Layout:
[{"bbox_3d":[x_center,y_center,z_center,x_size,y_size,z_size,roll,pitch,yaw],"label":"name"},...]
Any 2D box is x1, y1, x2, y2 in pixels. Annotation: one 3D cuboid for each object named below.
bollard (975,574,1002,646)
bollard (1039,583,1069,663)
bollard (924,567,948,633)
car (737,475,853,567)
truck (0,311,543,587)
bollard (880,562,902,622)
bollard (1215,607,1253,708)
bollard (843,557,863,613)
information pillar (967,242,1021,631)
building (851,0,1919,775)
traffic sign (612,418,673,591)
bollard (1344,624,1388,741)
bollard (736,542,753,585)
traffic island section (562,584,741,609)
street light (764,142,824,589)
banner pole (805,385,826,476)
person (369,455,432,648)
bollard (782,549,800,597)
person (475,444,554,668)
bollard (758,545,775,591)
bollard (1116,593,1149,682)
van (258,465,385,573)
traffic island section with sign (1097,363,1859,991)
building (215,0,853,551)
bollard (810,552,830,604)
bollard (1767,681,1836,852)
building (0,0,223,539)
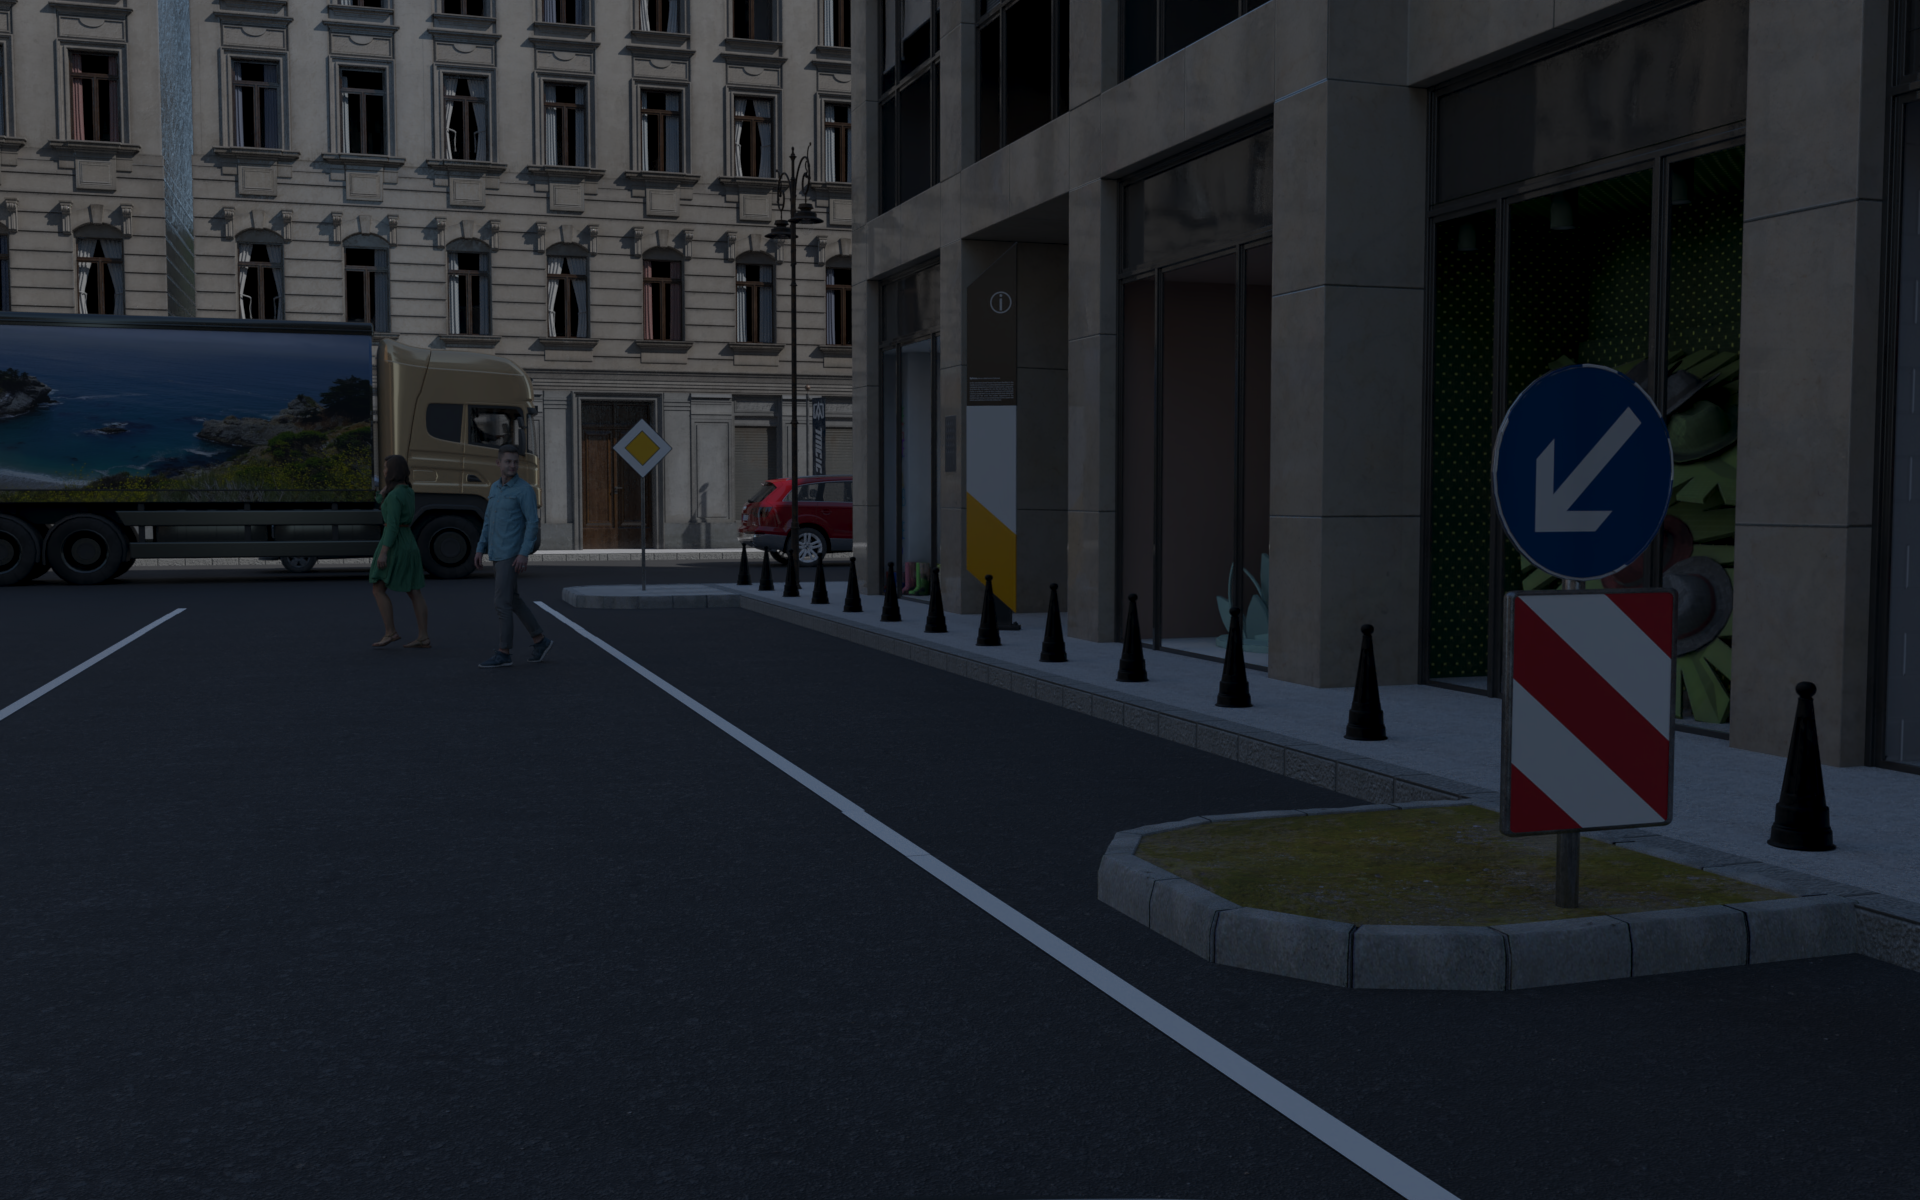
[{"bbox_3d":[0.244,0.084,14.671,0.229,0.601,0.229,0,3,0],"label":"bollard"},{"bbox_3d":[0.719,0.169,13.272,0.229,0.601,0.229,0,3,0],"label":"bollard"},{"bbox_3d":[-0.222,-0.001,16.064,0.229,0.601,0.229,0,3,0],"label":"bollard"},{"bbox_3d":[-1.851,-1.623,35.204,5.304,1.827,2.281,-1,4,-18],"label":"car"},{"bbox_3d":[-12.111,-2.436,28.749,11.283,4.237,2.839,-1,4,-20],"label":"truck"},{"bbox_3d":[-0.695,-0.086,17.453,0.229,0.601,0.229,0,3,0],"label":"bollard"},{"bbox_3d":[1.659,0.341,10.472,0.229,0.601,0.229,0,3,0],"label":"bollard"},{"bbox_3d":[-1.165,-0.171,18.845,0.229,0.601,0.229,0,3,0],"label":"bollard"},{"bbox_3d":[0.316,-1.524,16.276,0.504,3.616,0.183,1,4,10],"label":"information pillar"},{"bbox_3d":[13.130,-12.492,8.758,19.350,26.468,34.151,-1,4,-19],"label":"building"},{"bbox_3d":[-4.206,-1.182,22.964,0.795,2.450,0.064,-1,4,-19],"label":"traffic sign"},{"bbox_3d":[2.132,0.426,9.081,0.229,0.601,0.229,0,3,0],"label":"bollard"},{"bbox_3d":[-3.041,-0.512,24.415,0.229,0.601,0.229,0,3,0],"label":"bollard"},{"bbox_3d":[-4.187,-0.047,23.048,2.009,0.180,2.903,-1,4,-19],"label":"traffic island section"},{"bbox_3d":[-2.223,-3.084,23.214,0.468,5.910,1.993,-1,4,-19],"label":"street light"},{"bbox_3d":[-3.329,-3.033,39.614,0.863,3.779,0.401,3,5,45],"label":"banner pole"},{"bbox_3d":[-5.190,-0.446,16.042,0.529,1.795,0.600,-1,4,-9],"label":"person"},{"bbox_3d":[-2.109,-0.342,21.633,0.229,0.601,0.229,0,3,0],"label":"bollard"},{"bbox_3d":[-3.698,-0.374,14.473,0.748,1.841,0.638,-3,4,-39],"label":"person"},{"bbox_3d":[-2.574,-0.427,23.024,0.229,0.601,0.229,0,3,0],"label":"bollard"},{"bbox_3d":[1.184,0.254,11.881,0.229,0.601,0.229,0,3,0],"label":"bollard"},{"bbox_3d":[-11.012,-1.557,32.463,4.112,2.044,2.013,-1,4,-19],"label":"van"},{"bbox_3d":[1.564,0.161,5.990,1.989,1.847,2.006,-1,4,-19],"label":"traffic island section with sign"},{"bbox_3d":[-9.316,-11.894,43.611,18.267,20.994,9.793,-1,4,-19],"label":"building"},{"bbox_3d":[-1.636,-0.257,20.240,0.229,0.601,0.229,0,3,0],"label":"bollard"},{"bbox_3d":[3.070,0.596,6.301,0.229,0.601,0.229,0,3,0],"label":"bollard"},{"bbox_3d":[-26.731,-11.557,38.101,18.267,20.994,9.793,-1,4,-19],"label":"building"}]
